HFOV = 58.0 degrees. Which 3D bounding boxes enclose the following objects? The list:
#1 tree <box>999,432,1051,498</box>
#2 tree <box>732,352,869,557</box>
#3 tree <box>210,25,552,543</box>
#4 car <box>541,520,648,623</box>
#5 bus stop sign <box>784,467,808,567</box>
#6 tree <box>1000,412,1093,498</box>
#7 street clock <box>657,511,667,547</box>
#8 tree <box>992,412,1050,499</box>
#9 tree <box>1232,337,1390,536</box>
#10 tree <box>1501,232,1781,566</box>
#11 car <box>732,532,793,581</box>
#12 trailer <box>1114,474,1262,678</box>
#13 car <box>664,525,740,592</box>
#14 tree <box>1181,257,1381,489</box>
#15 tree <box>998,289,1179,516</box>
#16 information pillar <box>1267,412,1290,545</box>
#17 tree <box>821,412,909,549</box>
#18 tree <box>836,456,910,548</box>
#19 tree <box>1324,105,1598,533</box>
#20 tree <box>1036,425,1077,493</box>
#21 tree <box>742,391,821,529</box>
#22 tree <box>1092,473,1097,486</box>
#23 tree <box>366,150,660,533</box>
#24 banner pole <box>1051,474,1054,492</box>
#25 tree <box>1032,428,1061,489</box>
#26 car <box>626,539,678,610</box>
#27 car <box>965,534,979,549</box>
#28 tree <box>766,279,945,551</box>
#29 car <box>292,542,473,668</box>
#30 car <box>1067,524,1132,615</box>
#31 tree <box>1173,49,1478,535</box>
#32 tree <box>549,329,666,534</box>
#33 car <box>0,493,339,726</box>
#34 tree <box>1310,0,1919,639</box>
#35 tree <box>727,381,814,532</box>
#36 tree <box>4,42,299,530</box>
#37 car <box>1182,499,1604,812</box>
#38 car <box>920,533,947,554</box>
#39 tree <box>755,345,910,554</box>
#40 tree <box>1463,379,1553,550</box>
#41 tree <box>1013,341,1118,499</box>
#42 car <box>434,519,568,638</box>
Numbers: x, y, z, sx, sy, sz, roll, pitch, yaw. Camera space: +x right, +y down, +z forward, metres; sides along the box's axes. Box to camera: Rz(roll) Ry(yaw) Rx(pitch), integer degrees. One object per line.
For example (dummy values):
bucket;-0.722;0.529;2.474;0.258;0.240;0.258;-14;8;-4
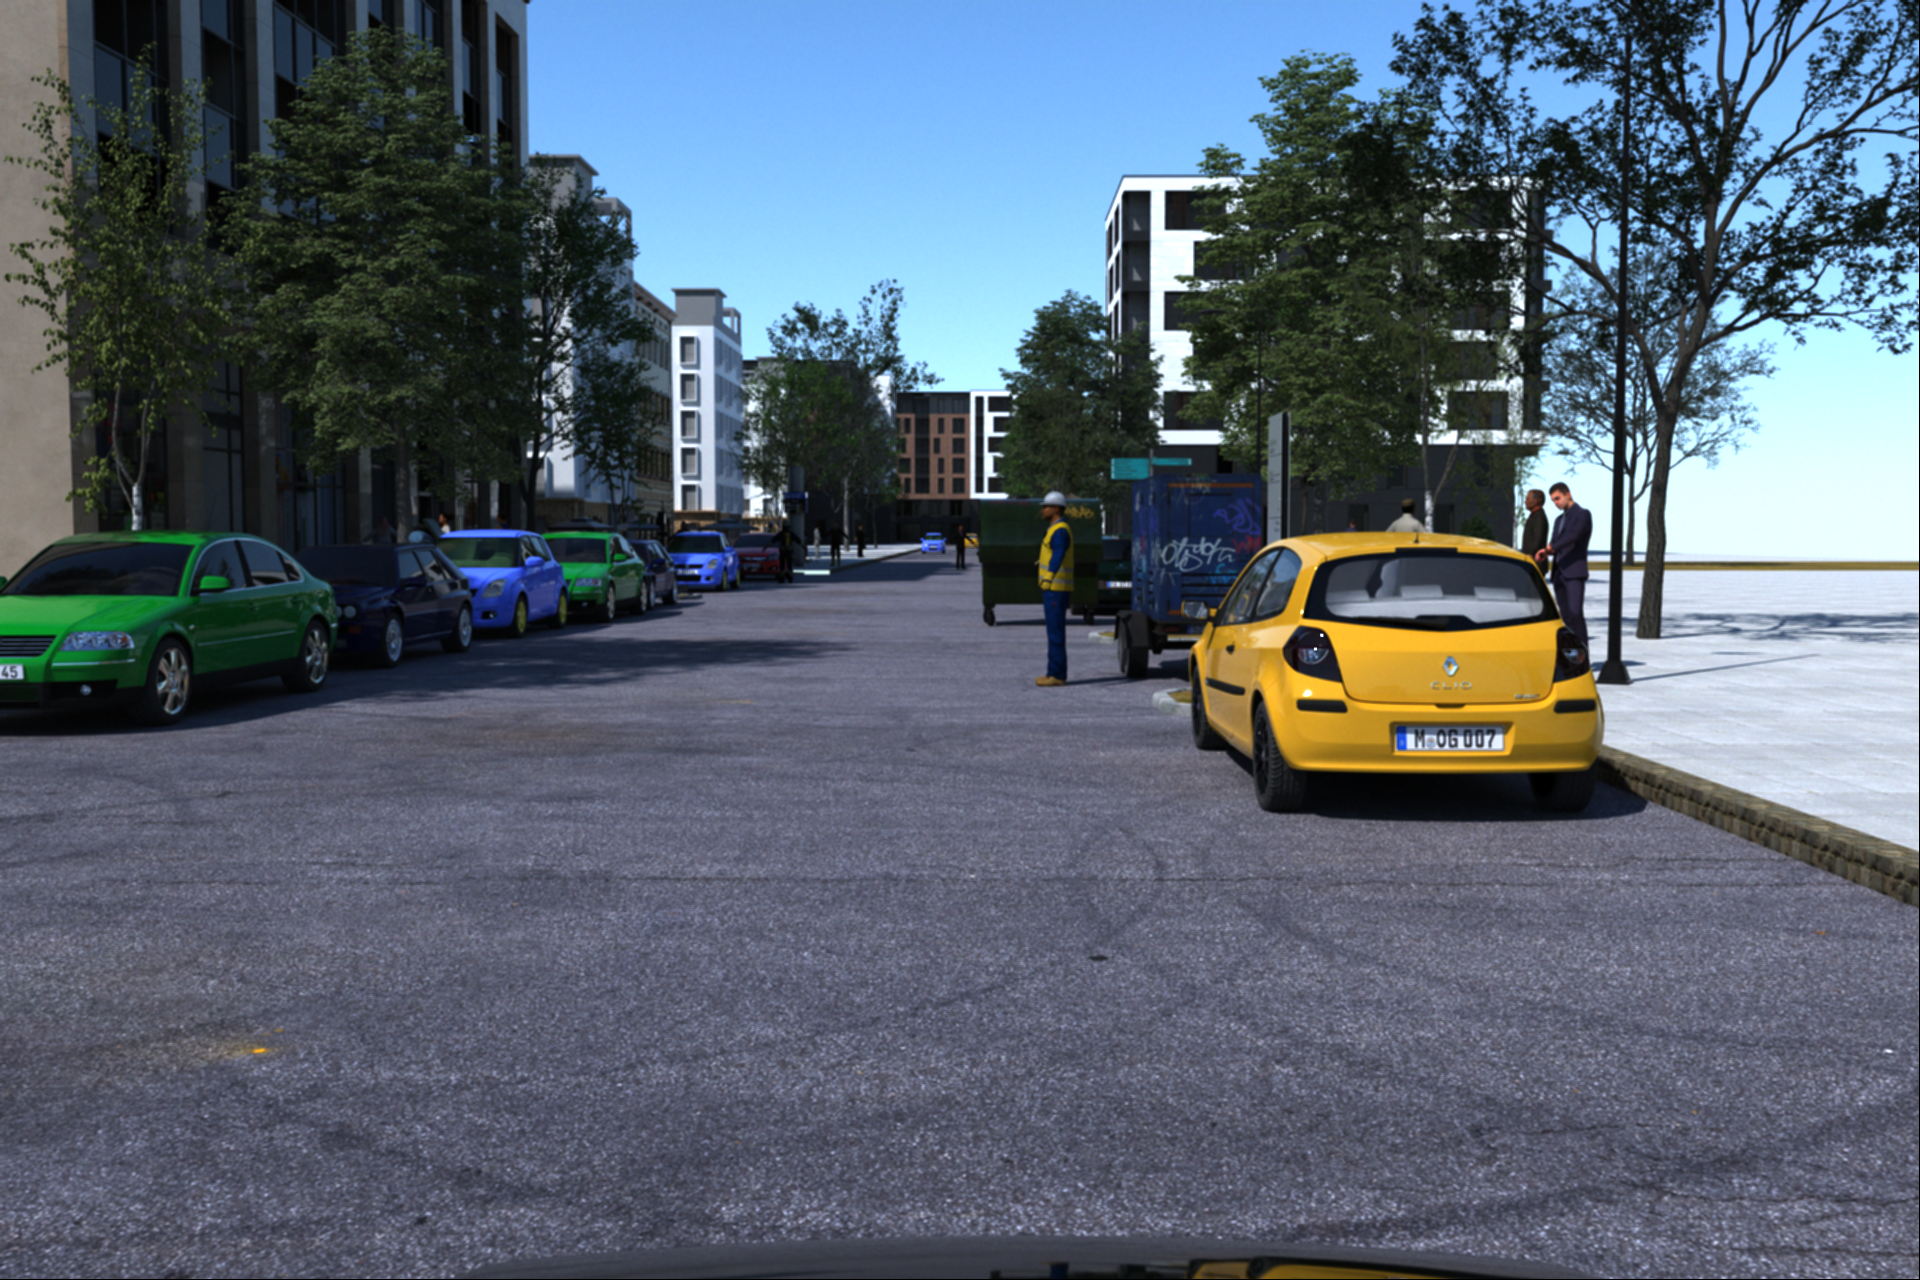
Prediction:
tree;7.220;-13.673;149.316;9.928;11.665;9.643;0;3;0
tree;-9.002;-10.539;98.075;9.928;11.665;9.643;0;3;0
tree;-13.243;-7.431;39.630;7.486;12.596;7.792;0;3;0
car;-6.485;-1.255;29.310;1.959;1.807;4.718;0;4;0
bus stop sign;-6.415;-4.815;67.747;0.837;3.901;0.837;0;4;0
tree;7.008;-12.935;137.237;9.928;11.665;9.643;0;3;0
street clock;-9.517;-3.108;55.384;0.358;2.002;0.471;0;4;1
tree;7.729;-15.750;164.174;9.857;13.997;8.962;0;3;0
tree;15.203;-8.594;74.929;7.601;10.594;8.767;-1;4;-12
tree;27.063;-9.717;69.250;12.009;13.543;11.850;0;3;0
car;-6.321;-2.790;54.657;2.155;1.783;4.494;0;4;0
trailer;2.366;-0.689;18.308;1.471;1.999;3.904;0;3;0
car;-6.630;-2.103;43.971;1.945;1.707;3.694;0;4;1
tree;12.115;-8.500;64.731;9.928;11.665;9.643;0;3;0
tree;6.552;-11.198;89.749;9.857;13.997;8.962;0;3;0
information pillar;6.277;-2.621;34.166;0.184;3.620;1.656;0;4;1
tree;-8.156;-13.469;145.979;9.928;11.665;9.643;0;3;0
tree;-8.224;-13.928;162.134;7.601;10.594;8.767;0;4;-2
tree;8.018;-4.882;30.191;4.360;8.622;3.978;0;3;0
tree;6.605;-9.643;108.026;4.737;8.622;4.395;0;3;0
tree;-8.712;-8.470;88.847;4.360;8.622;3.978;0;3;0
tree;22.089;-21.317;255.179;9.857;13.997;8.962;0;3;0
tree;-12.177;-7.499;48.364;9.928;11.665;9.643;0;3;0
banner pole;3.815;-4.980;71.440;0.401;3.779;0.863;0;4;0
tree;6.748;-10.126;115.917;4.737;8.622;4.395;0;3;0
car;-6.630;-1.299;33.826;1.945;1.354;3.894;0;4;0
car;0.985;-9.248;161.432;2.015;1.641;3.980;0;4;0
tree;-6.938;-16.602;127.337;12.611;20.169;13.585;0;3;0
car;-6.868;-0.436;19.710;1.945;1.354;3.894;0;4;1
car;2.813;-1.364;32.081;2.009;1.686;4.222;0;3;0
tree;8.770;-7.549;41.554;7.486;12.596;7.792;0;3;0
tree;-12.138;-6.748;60.699;4.737;8.622;4.395;0;3;0
car;-6.735;-0.339;14.345;1.959;1.807;4.718;0;4;1
tree;8.327;-5.273;20.625;8.767;10.594;7.601;1;4;18
tree;-8.555;-8.092;82.671;4.360;8.622;3.978;0;3;0
tree;-12.711;-4.679;26.870;4.737;8.622;4.395;0;3;0
car;2.402;-0.009;10.364;2.015;1.641;3.980;0;4;0
car;-1.934;-7.226;127.741;1.945;1.707;3.694;0;4;1
tree;-8.075;-12.314;111.708;12.009;13.543;11.850;0;3;0
tree;26.153;-7.966;80.609;4.360;8.622;3.978;0;3;0
tree;3.724;-7.131;66.953;4.360;8.622;3.978;0;3;0
car;-6.846;-0.938;24.933;1.945;1.707;3.694;0;4;1
